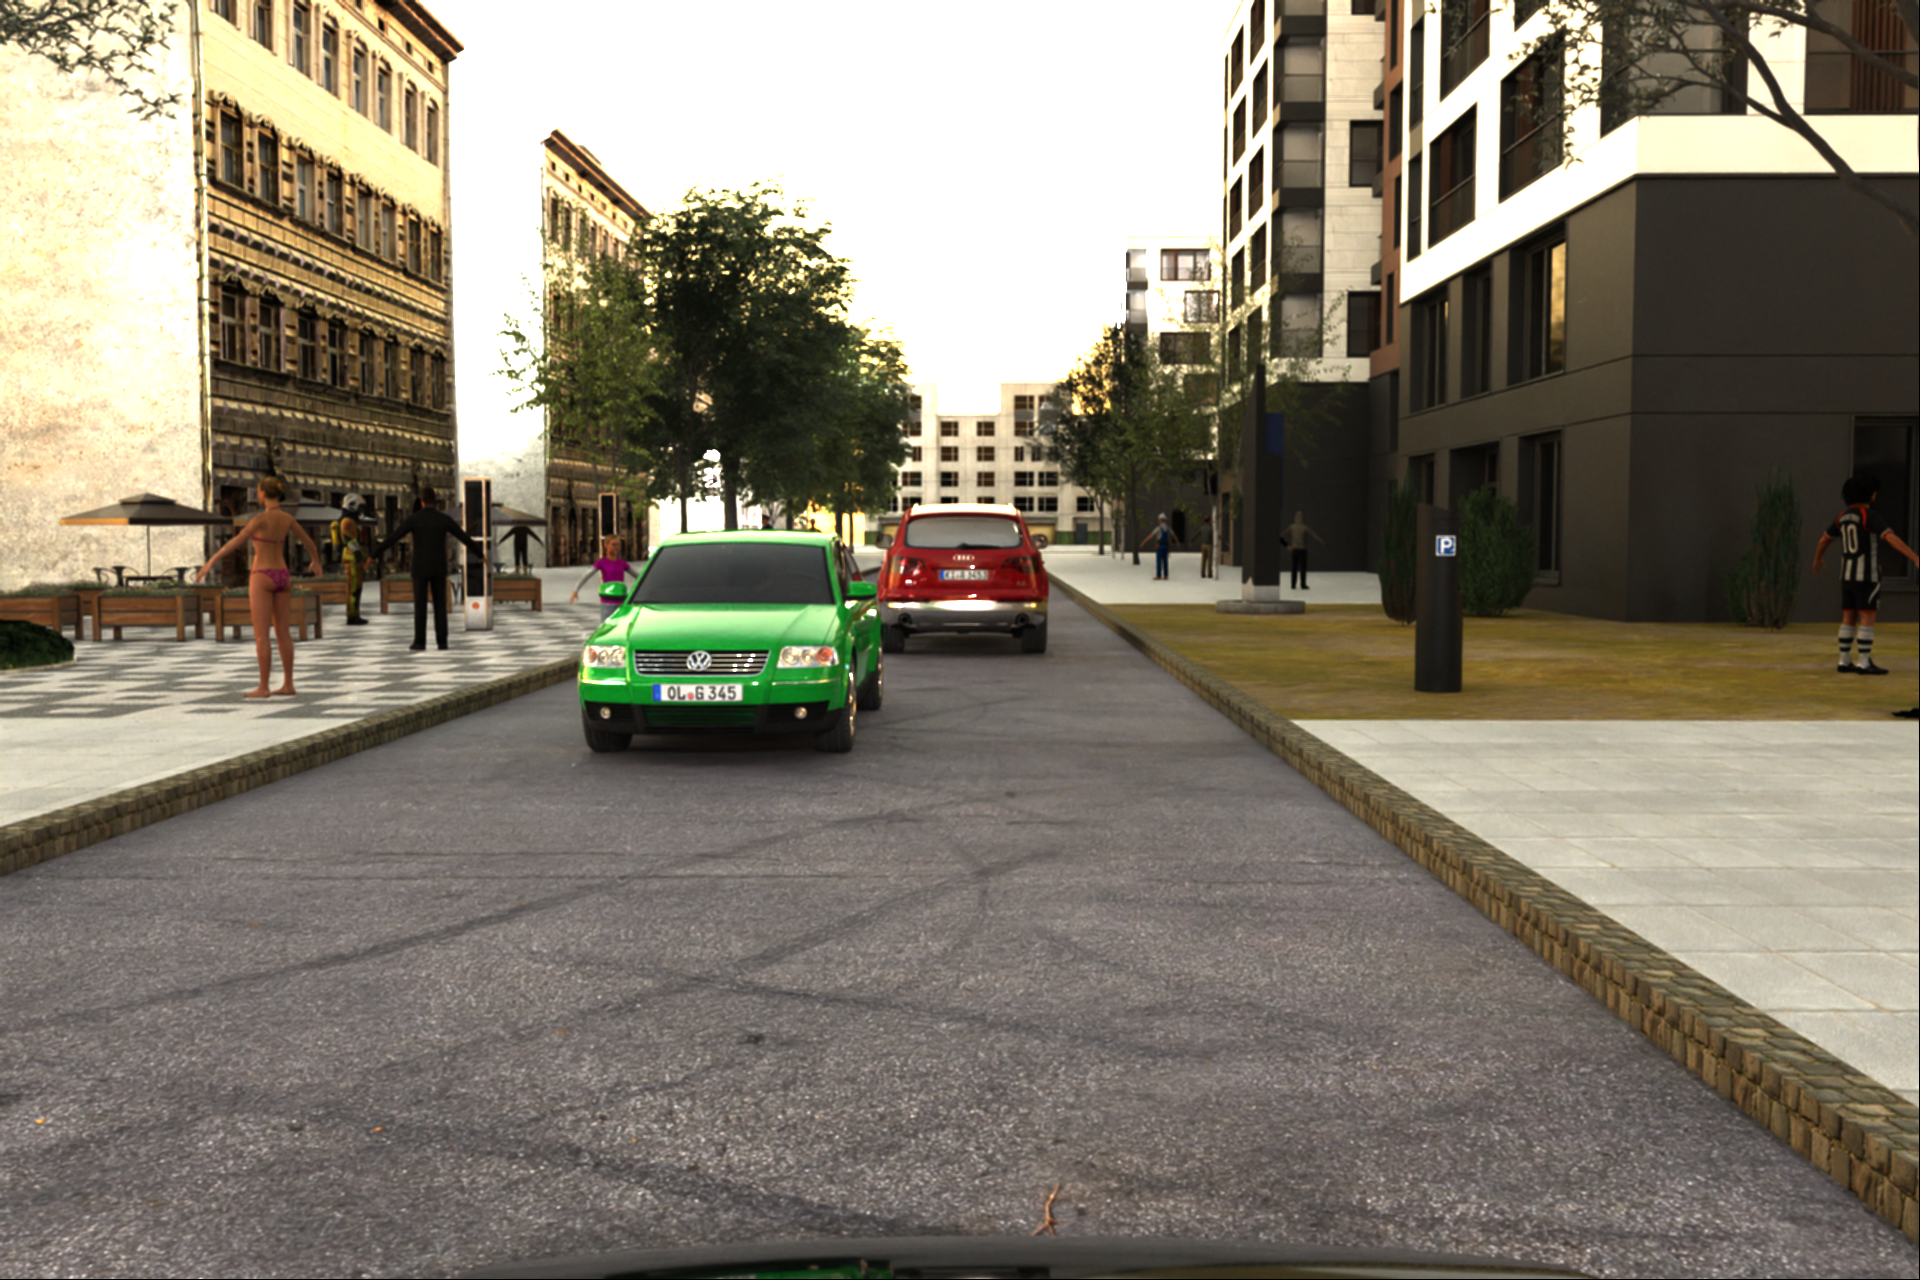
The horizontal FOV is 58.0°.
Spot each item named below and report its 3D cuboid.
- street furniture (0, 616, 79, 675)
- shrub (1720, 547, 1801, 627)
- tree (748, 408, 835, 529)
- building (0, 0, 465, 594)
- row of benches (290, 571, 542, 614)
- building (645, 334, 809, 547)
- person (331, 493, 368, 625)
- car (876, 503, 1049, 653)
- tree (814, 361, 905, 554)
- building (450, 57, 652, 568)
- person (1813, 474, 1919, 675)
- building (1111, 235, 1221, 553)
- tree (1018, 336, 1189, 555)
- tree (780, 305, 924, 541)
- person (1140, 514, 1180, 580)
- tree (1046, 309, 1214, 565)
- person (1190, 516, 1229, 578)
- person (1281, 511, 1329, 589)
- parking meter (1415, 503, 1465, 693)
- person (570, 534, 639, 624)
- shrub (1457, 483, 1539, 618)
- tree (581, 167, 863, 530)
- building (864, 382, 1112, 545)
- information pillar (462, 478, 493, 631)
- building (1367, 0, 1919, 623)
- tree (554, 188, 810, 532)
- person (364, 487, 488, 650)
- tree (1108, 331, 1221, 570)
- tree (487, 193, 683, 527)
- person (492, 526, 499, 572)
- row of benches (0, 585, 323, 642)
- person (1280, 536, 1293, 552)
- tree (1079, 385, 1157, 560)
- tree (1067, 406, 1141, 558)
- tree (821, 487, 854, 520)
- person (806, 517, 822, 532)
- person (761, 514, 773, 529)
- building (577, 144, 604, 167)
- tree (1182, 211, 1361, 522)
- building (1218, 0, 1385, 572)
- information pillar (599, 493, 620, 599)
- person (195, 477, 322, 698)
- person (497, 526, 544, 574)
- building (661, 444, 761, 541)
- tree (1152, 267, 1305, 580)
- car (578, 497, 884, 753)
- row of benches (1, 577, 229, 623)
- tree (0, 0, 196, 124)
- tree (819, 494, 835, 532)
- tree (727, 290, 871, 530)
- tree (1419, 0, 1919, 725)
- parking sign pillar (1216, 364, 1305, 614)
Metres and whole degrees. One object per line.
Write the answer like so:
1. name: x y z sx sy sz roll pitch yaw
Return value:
1. street furniture: -11.592 0.063 14.598 5.734 0.657 10.072 0 4 3
2. shrub: 11.102 -0.789 24.013 1.383 1.207 1.383 0 3 0
3. tree: -7.605 -7.409 71.507 4.737 8.622 4.395 0 3 0
4. building: -25.054 -13.083 44.833 19.493 23.208 18.063 0 3 0
5. row of benches: -8.751 -0.774 28.125 4.104 0.672 1.422 -1 4 -22
6. building: -26.019 -21.334 179.735 19.493 23.208 18.063 0 4 1
7. person: -8.574 -1.151 24.582 0.705 1.858 1.354 -1 4 -17
8. car: 0.025 -0.837 22.360 2.281 1.827 5.304 0 4 0
9. tree: -7.421 -11.880 112.371 7.486 12.596 7.792 0 3 0
10. building: -24.446 -14.842 73.590 19.493 23.208 18.063 0 4 2
11. person: 8.292 -0.597 15.906 0.704 1.843 1.345 -1 4 -16
12. building: 25.636 -17.791 134.849 27.936 21.610 32.646 0 4 1
13. tree: 8.547 -11.890 104.777 12.009 13.543 11.850 0 3 0
14. tree: -6.945 -11.675 97.548 9.857 13.997 8.962 0 3 0
15. person: 5.653 -2.612 48.560 1.347 1.847 0.705 -2 4 -29
16. tree: 7.054 -8.433 72.296 7.601 10.594 8.767 0 4 6
17. person: 7.273 -2.724 50.816 1.348 1.796 0.705 3 5 41
18. person: 7.928 -2.097 40.420 1.348 1.813 0.705 2 4 28
19. parking meter: 3.913 -0.350 14.131 0.372 1.533 0.369 0 3 0
20. person: -3.346 -0.314 16.862 0.991 1.433 0.599 -3 4 -39
21. shrub: 8.129 -1.395 26.855 1.661 2.075 1.752 0 3 0
22. tree: -8.132 -9.389 60.173 9.857 13.997 8.962 0 3 0
23. building: 4.662 -20.748 208.139 31.486 18.905 16.747 0 4 1
24. information pillar: -6.389 -1.129 22.958 0.304 2.012 0.304 0 4 0
25. building: 23.771 -12.015 40.421 27.936 21.610 32.646 0 4 1
26. tree: -7.905 -6.937 47.830 8.767 10.594 7.601 2 4 35
27. person: -5.904 -0.796 19.246 1.346 1.802 0.704 -2 4 -29
28. tree: 7.360 -6.841 62.219 4.737 8.622 4.395 0 3 0
29. tree: -7.857 -5.325 37.433 4.737 8.622 4.395 0 3 0
30. person: -9.961 -1.858 36.566 0.705 1.806 1.347 -1 4 -21
31. row of benches: -9.706 -0.332 20.895 4.104 0.672 1.422 0 4 -2
32. person: 6.294 -1.795 35.540 1.347 1.806 0.705 -3 4 -38
33. tree: 7.933 -8.217 84.713 4.737 8.622 4.395 0 3 0
34. tree: 7.931 -8.610 91.136 4.737 8.622 4.395 0 3 0
35. tree: -14.833 -15.853 209.554 4.737 8.622 4.395 0 3 0
36. person: -4.343 -2.719 50.918 1.216 1.772 0.721 0 4 6
37. person: -5.445 -2.596 48.382 0.705 1.837 1.347 -3 5 -40
38. building: -23.286 -14.010 85.489 16.016 20.090 11.380 0 4 1
39. tree: 6.550 -5.512 40.478 4.360 8.622 3.978 0 3 0
40. building: 24.793 -14.083 74.232 27.936 21.610 32.646 0 4 1
41. information pillar: -6.321 -1.637 31.264 0.304 2.012 0.304 0 4 2
42. person: -5.502 -0.422 13.697 0.721 1.733 1.217 2 4 26
43. person: -13.033 -2.768 51.389 1.346 1.812 0.704 -1 4 -20
44. building: -21.872 -12.837 152.031 9.099 9.664 28.070 0 4 1
45. tree: 7.075 -5.975 48.060 4.360 8.622 3.978 0 3 0
46. car: -1.546 -0.243 12.773 1.959 1.807 4.718 0 4 1
47. row of benches: -12.108 -0.488 23.438 4.104 0.672 1.422 -3 5 -42
48. tree: -8.360 -6.131 10.614 12.009 13.543 11.850 0 3 0
49. tree: -14.915 -15.498 203.758 4.737 8.622 4.395 0 3 0
50. tree: -7.714 -9.940 80.651 7.486 12.596 7.792 0 3 0
51. tree: 6.885 -6.175 11.332 12.009 13.543 11.850 0 3 0
52. parking sign pillar: 4.917 -2.433 28.248 1.447 3.967 1.447 0 4 0
